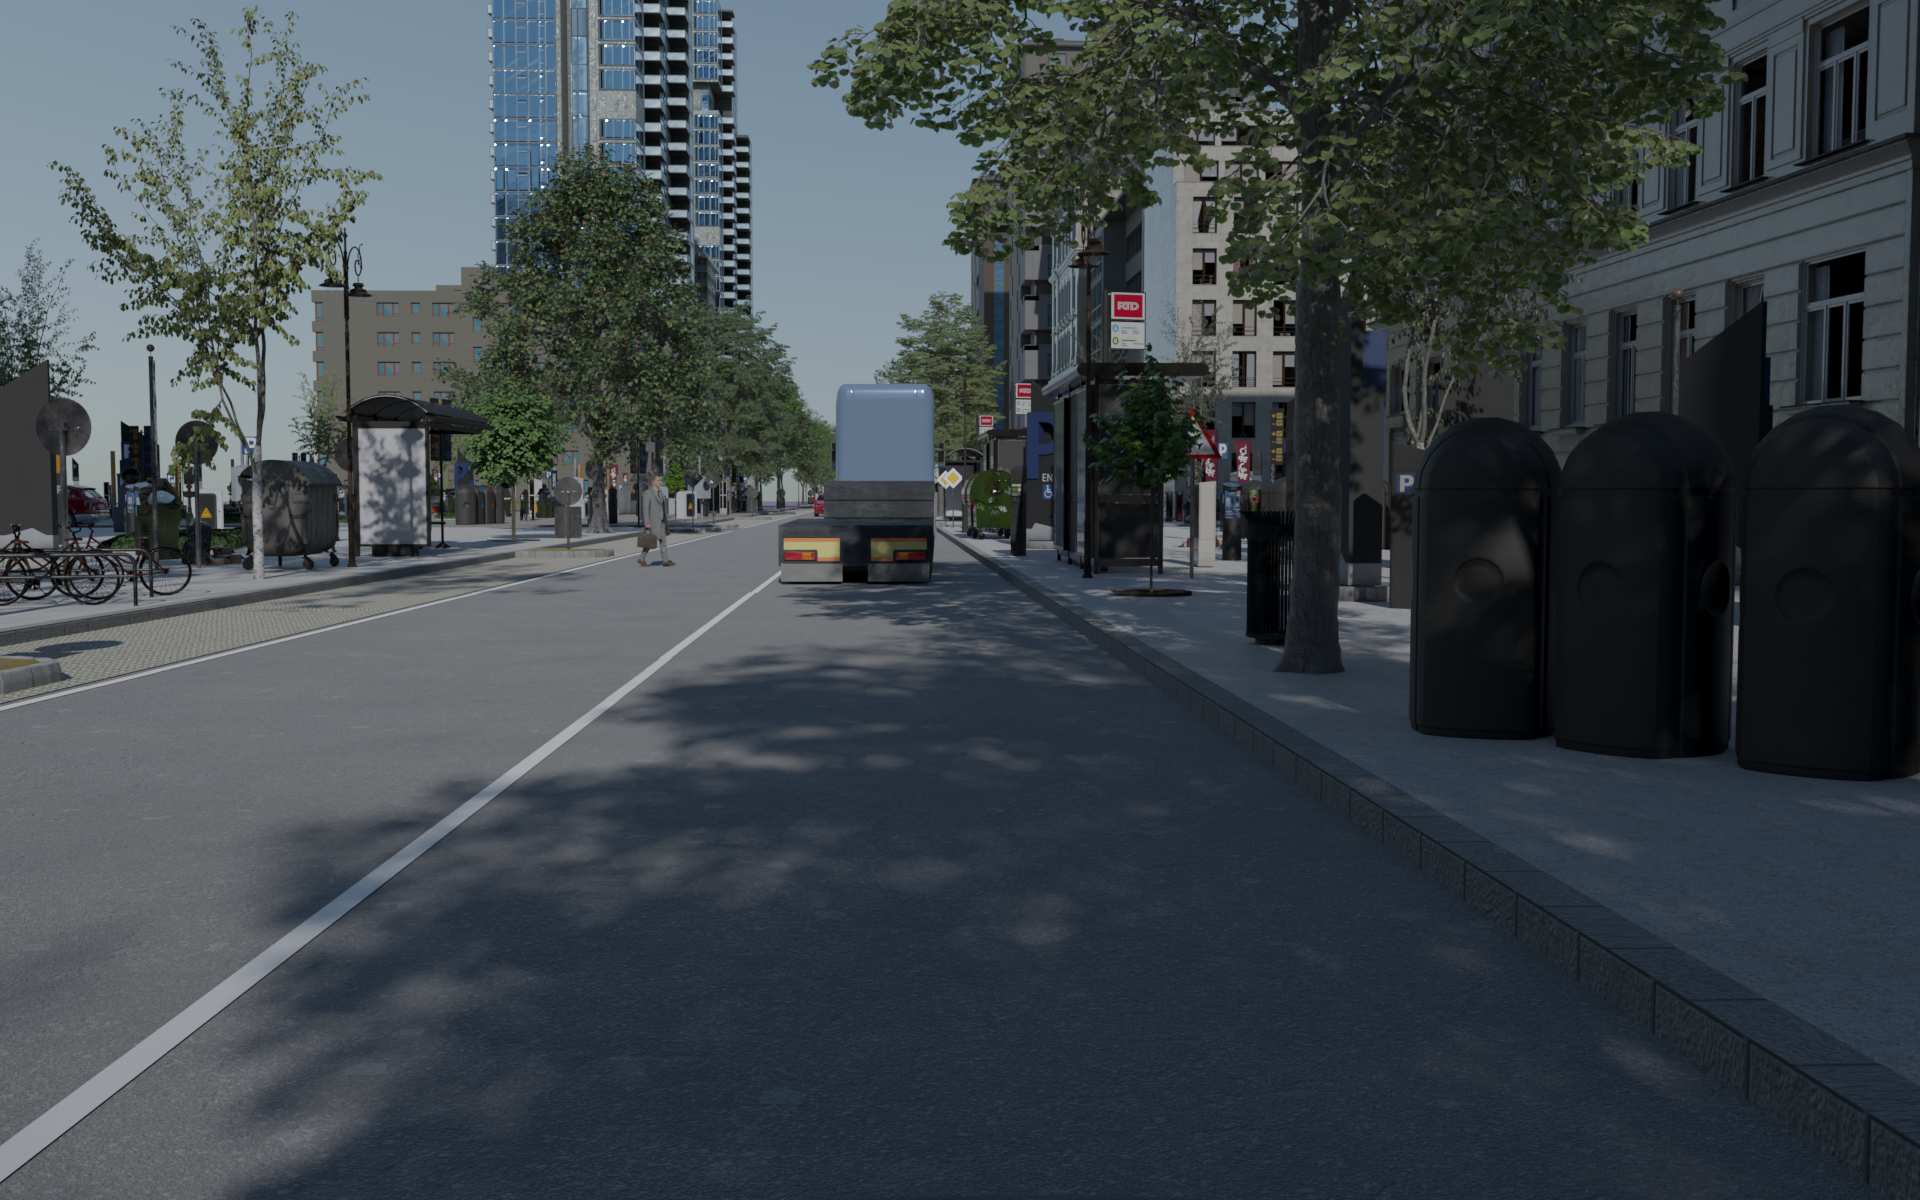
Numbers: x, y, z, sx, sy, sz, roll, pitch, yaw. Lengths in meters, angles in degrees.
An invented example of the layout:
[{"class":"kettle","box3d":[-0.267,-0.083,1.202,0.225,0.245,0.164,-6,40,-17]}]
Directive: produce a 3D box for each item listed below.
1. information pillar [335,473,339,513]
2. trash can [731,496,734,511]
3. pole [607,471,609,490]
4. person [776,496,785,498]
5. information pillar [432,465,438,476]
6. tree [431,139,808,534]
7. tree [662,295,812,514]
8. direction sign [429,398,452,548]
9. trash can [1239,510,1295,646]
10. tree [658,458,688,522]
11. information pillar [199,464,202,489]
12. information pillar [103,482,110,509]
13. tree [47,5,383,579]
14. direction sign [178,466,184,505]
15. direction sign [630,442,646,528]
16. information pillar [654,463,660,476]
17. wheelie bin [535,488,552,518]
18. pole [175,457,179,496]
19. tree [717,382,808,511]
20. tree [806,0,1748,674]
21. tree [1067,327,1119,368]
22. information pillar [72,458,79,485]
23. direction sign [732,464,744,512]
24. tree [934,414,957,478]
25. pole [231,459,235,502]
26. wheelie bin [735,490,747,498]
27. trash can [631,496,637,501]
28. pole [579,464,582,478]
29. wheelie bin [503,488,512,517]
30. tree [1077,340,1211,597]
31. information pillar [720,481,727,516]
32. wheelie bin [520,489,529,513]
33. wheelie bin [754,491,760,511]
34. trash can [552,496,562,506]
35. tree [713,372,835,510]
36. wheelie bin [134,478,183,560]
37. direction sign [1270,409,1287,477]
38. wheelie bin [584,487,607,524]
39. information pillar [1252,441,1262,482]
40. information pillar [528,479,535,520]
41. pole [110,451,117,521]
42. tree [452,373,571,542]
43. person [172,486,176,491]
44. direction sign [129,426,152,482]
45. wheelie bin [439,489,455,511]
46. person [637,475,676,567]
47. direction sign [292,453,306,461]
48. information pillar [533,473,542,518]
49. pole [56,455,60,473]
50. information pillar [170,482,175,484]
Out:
[{"class":"information pillar","box3d":[-21.562,-3.363,59.482,0.304,2.012,0.304,1,4,18]},{"class":"trash can","box3d":[-15.031,-6.161,112.388,0.748,1.137,0.748,0,3,0]},{"class":"pole","box3d":[-20.363,-6.508,100.245,0.158,3.312,0.155,0,3,0]},{"class":"person","box3d":[-23.488,-13.298,226.653,1.217,1.736,0.721,0,4,-6]},{"class":"information pillar","box3d":[-42.578,-9.122,140.500,0.504,3.616,0.183,-2,4,-33]},{"class":"tree","box3d":[-11.857,-8.515,56.234,9.611,12.733,9.660,0,3,0]},{"class":"tree","box3d":[-14.967,-12.455,110.294,9.857,13.997,8.962,0,3,0]},{"class":"direction sign","box3d":[-12.326,-3.007,41.165,0.379,3.537,0.876,1,4,14]},{"class":"trash can","box3d":[2.758,-0.193,14.817,0.748,1.137,0.748,0,3,0]},{"class":"tree","box3d":[-13.227,-5.282,80.965,1.663,3.219,1.824,0,3,0]},{"class":"information pillar","box3d":[-48.374,-7.270,110.221,0.183,3.616,0.504,0,4,7]},{"class":"information pillar","box3d":[-51.377,-6.104,104.294,0.304,2.012,0.304,-1,4,-20]},{"class":"tree","box3d":[-10.817,-4.620,25.893,4.737,8.622,4.395,0,3,0]},{"class":"direction sign","box3d":[-63.137,-9.095,140.705,0.876,3.537,0.379,-1,4,-20]},{"class":"direction sign","box3d":[-12.257,-4.524,65.959,0.876,3.537,0.379,3,4,39]},{"class":"information pillar","box3d":[-22.871,-8.524,130.726,0.504,3.616,0.183,2,4,32]},{"class":"wheelie bin","box3d":[-22.188,-5.175,92.516,0.693,1.594,0.980,2,4,32]},{"class":"pole","box3d":[-42.845,-6.172,94.749,0.158,3.312,0.155,0,3,0]},{"class":"tree","box3d":[-15.343,-12.024,131.009,8.767,10.594,7.601,3,5,39]},{"class":"tree","box3d":[2.479,-5.779,12.610,7.486,12.596,7.792,0,3,0]},{"class":"tree","box3d":[5.732,-7.665,75.678,4.360,8.622,3.978,0,3,0]},{"class":"information pillar","box3d":[-56.923,-7.348,111.493,0.183,3.616,0.504,1,4,19]},{"class":"direction sign","box3d":[-15.635,-7.946,121.912,0.876,3.537,0.379,1,4,9]},{"class":"tree","box3d":[-1.291,-10.896,128.511,4.737,8.622,4.395,0,3,0]},{"class":"pole","box3d":[-42.277,-6.537,100.727,0.158,3.312,0.155,0,3,0]},{"class":"wheelie bin","box3d":[-17.953,-8.200,141.982,0.980,1.594,0.693,0,4,-8]},{"class":"trash can","box3d":[-22.783,-6.666,120.642,0.748,1.137,0.748,0,3,0]},{"class":"pole","box3d":[-25.647,-7.535,117.041,0.158,3.312,0.155,0,3,0]},{"class":"wheelie bin","box3d":[-25.713,-5.480,97.504,0.693,1.594,0.980,3,5,43]},{"class":"tree","box3d":[2.303,-1.675,21.986,1.663,3.219,1.824,0,3,0]},{"class":"information pillar","box3d":[-13.621,-5.820,99.645,0.304,2.012,0.304,-3,5,-45]},{"class":"wheelie bin","box3d":[-28.279,-6.422,112.905,0.693,1.594,0.980,0,4,4]},{"class":"wheelie bin","box3d":[-15.504,-7.609,132.319,0.693,1.594,0.980,0,4,5]},{"class":"trash can","box3d":[-24.057,-5.603,103.257,0.748,1.137,0.748,0,3,0]},{"class":"tree","box3d":[-16.437,-13.147,140.712,9.928,11.665,9.643,0,3,0]},{"class":"wheelie bin","box3d":[-15.667,-1.589,33.884,0.980,1.594,0.693,2,4,33]},{"class":"direction sign","box3d":[8.654,-3.296,45.886,0.876,3.537,0.379,0,4,4]},{"class":"wheelie bin","box3d":[-15.792,-4.115,75.192,0.980,1.594,0.693,-2,4,-24]},{"class":"information pillar","box3d":[13.105,-5.198,76.343,0.504,3.616,0.183,3,5,44]},{"class":"information pillar","box3d":[-21.148,-4.958,85.549,0.304,2.012,0.304,-1,4,-16]},{"class":"pole","box3d":[-39.950,-5.377,81.750,0.158,3.312,0.155,0,3,0]},{"class":"tree","box3d":[-12.300,-3.886,47.251,4.285,4.588,4.351,0,3,0]},{"class":"person","box3d":[-30.512,-3.545,67.136,0.731,1.740,0.598,0,4,8]},{"class":"direction sign","box3d":[-27.067,-3.997,57.356,0.876,3.537,0.379,0,4,7]},{"class":"wheelie bin","box3d":[-29.007,-5.568,98.943,0.980,1.594,0.693,-2,4,-34]},{"class":"person","box3d":[-5.991,-1.563,34.160,0.767,1.812,0.694,2,4,27]},{"class":"direction sign","box3d":[-36.133,-6.288,94.800,0.379,3.537,0.876,2,4,34]},{"class":"information pillar","box3d":[-23.053,-6.306,94.452,0.504,3.616,0.183,-2,4,-31]},{"class":"pole","box3d":[-23.420,-3.137,45.133,0.158,3.312,0.155,0,3,0]},{"class":"information pillar","box3d":[-49.794,-6.428,109.593,0.304,2.012,0.304,-1,4,-16]}]
